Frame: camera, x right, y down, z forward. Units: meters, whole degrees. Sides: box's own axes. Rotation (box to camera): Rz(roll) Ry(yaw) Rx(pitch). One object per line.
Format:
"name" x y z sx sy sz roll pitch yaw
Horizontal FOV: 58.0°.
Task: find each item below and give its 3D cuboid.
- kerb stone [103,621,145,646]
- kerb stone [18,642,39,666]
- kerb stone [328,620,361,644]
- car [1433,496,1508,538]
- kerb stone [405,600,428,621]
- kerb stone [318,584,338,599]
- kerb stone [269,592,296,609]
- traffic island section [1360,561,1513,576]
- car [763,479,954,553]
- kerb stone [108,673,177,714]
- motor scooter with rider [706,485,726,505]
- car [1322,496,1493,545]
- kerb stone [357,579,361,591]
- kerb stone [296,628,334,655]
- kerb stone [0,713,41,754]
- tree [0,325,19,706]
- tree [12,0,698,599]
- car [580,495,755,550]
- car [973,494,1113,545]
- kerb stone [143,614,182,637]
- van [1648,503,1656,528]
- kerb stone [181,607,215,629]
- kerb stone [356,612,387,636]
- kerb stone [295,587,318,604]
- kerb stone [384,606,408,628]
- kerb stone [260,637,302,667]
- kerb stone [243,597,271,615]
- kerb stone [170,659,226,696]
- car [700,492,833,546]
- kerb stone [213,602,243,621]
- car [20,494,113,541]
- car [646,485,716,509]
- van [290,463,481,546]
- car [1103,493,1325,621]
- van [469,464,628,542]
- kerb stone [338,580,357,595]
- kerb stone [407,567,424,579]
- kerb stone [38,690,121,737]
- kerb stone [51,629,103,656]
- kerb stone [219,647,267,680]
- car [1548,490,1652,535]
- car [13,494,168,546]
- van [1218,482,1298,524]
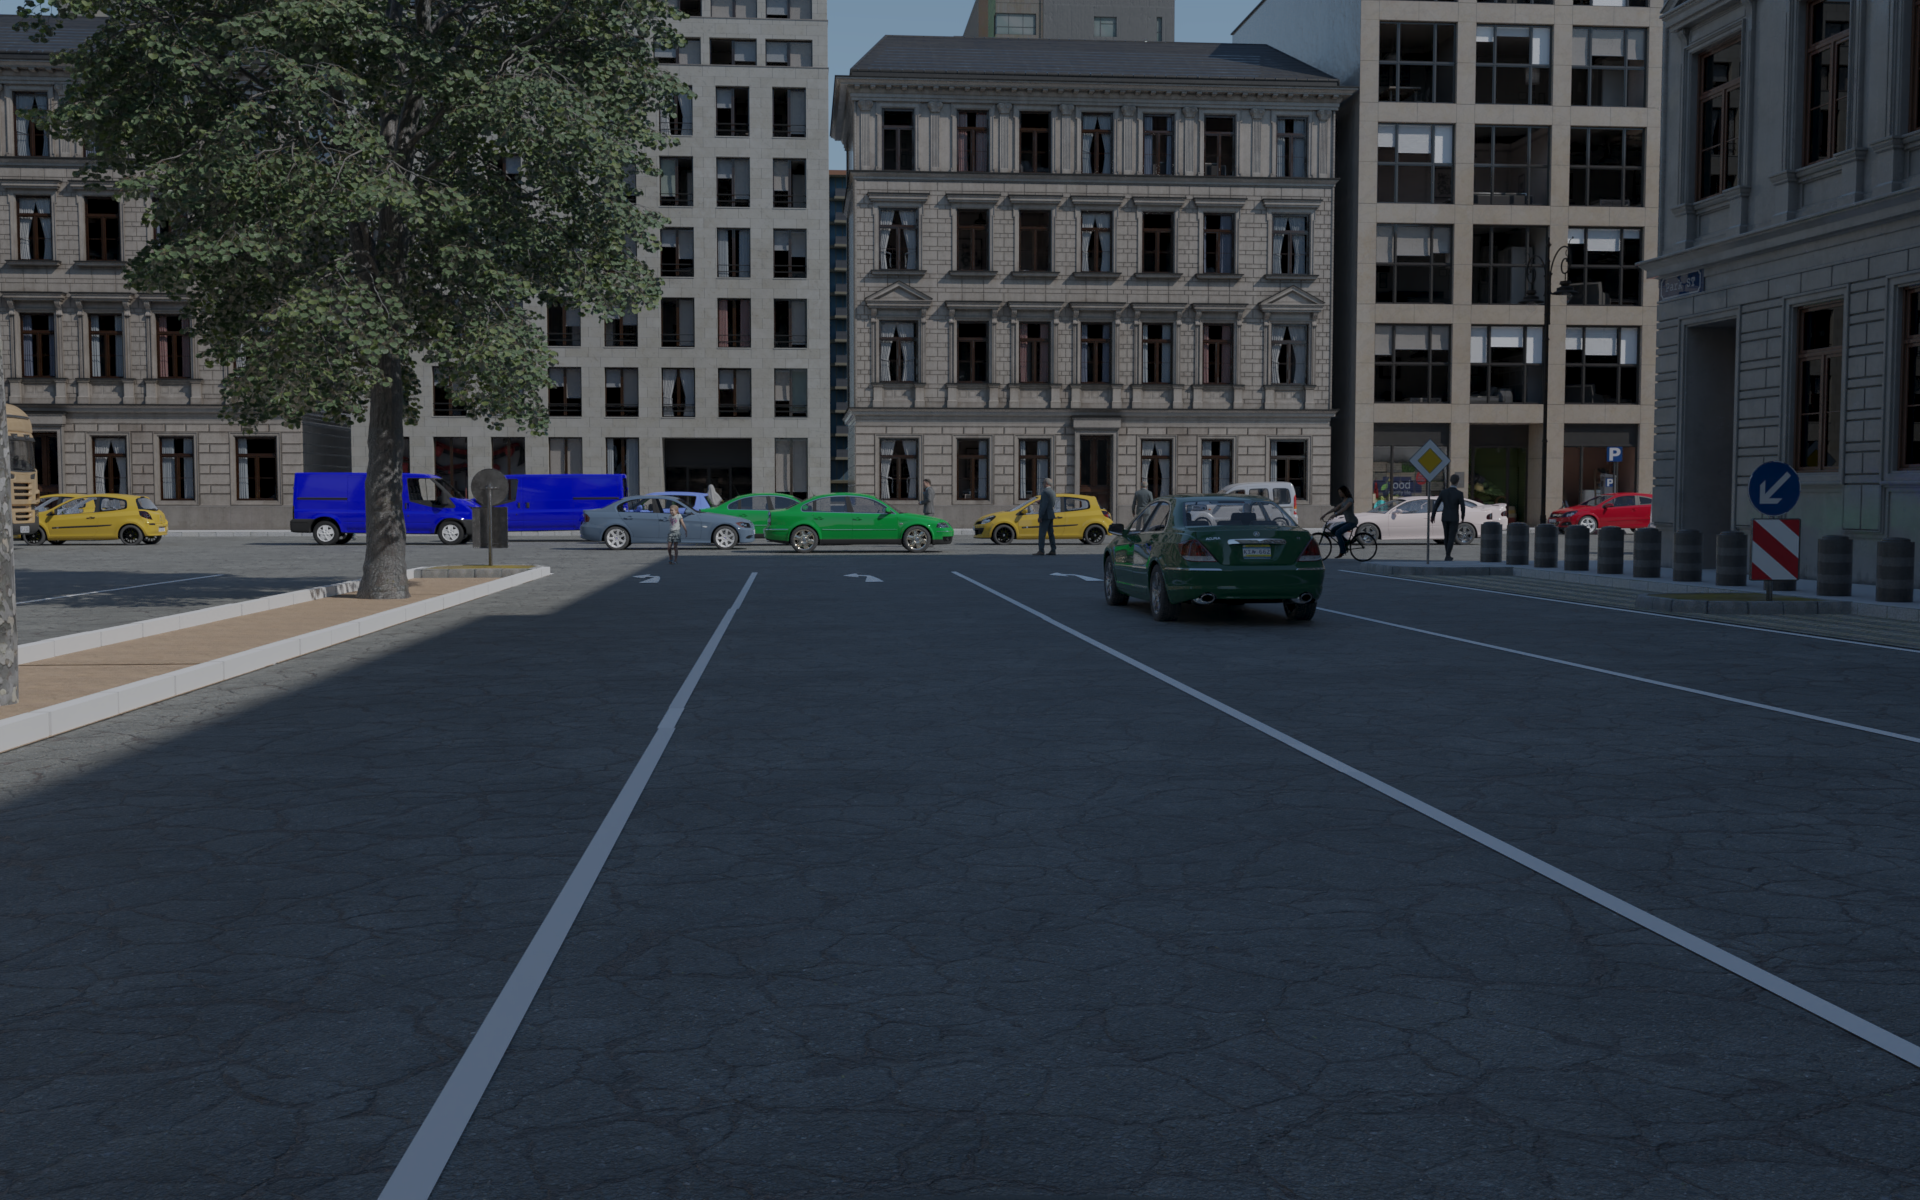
"kerb stone" -8.134 0.341 16.691 0.120 0.150 1.000 0 4 -5
"kerb stone" -7.931 0.465 14.633 0.120 0.150 1.000 0 4 -5
"kerb stone" -6.042 0.330 16.856 0.120 0.150 1.000 0 4 -5
"car" 15.483 -2.717 56.787 4.827 1.381 2.083 0 4 -5
"kerb stone" -6.323 0.139 19.929 0.120 0.150 1.000 0 4 -5
"kerb stone" -8.799 -0.102 23.857 0.120 0.150 1.000 0 4 -5
"kerb stone" -8.607 0.024 21.811 0.120 0.150 1.000 0 4 -5
"traffic island section" 8.568 -0.574 31.663 2.009 0.180 2.903 0 4 -5
"car" -2.496 -2.079 42.788 4.718 1.807 1.959 0 4 -5
"kerb stone" -5.562 0.640 11.728 0.120 0.150 1.000 0 4 -5
"motor scooter with rider" -7.923 -2.860 55.732 0.876 1.779 1.986 0 4 -5
"car" 12.741 -2.260 49.320 4.827 1.381 2.083 0 4 -6
"kerb stone" -8.982 -0.226 25.902 0.120 0.150 1.000 0 4 -5
"kerb stone" -5.945 0.389 15.834 0.120 0.150 1.000 0 4 -5
"kerb stone" -5.369 0.766 9.676 0.120 0.150 1.000 0 4 -5
"tree" -7.902 -9.389 11.860 12.611 20.169 13.585 0 3 0
"tree" -7.913 -6.991 23.409 9.857 13.997 8.962 0 3 0
"car" -7.594 -2.022 45.066 4.499 1.417 2.014 0 4 -6
"car" 2.360 -2.393 49.353 3.980 1.641 2.015 0 4 -4
"kerb stone" -8.224 0.274 17.713 0.120 0.150 1.000 0 4 -5
"van" 18.637 -2.095 41.264 4.112 2.044 2.013 0 4 -5
"kerb stone" -8.321 0.213 18.735 0.120 0.150 1.000 0 4 -5
"kerb stone" -6.127 0.264 17.879 0.120 0.150 1.000 0 4 -5
"kerb stone" -8.702 -0.039 22.835 0.120 0.150 1.000 0 4 -5
"kerb stone" -6.229 0.201 18.907 0.120 0.150 1.000 0 4 -5
"kerb stone" -5.851 0.452 14.800 0.120 0.150 1.000 0 4 -5
"kerb stone" -8.514 0.091 20.789 0.120 0.150 1.000 0 4 -5
"kerb stone" -5.657 0.579 12.757 0.120 0.150 1.000 0 4 -5
"car" -5.089 -2.438 48.653 4.718 1.807 1.959 0 4 -7
"kerb stone" -8.428 0.149 19.759 0.120 0.150 1.000 0 4 -5
"car" -28.102 -2.656 53.653 3.980 1.641 2.015 0 4 -4
"car" -8.815 -2.507 50.586 3.694 1.707 1.945 0 4 -7
"van" -16.140 -2.743 49.234 5.245 2.365 2.240 0 4 -7
"car" 2.957 -0.562 20.985 2.131 1.459 4.920 0 4 -6
"van" -12.687 -2.948 52.578 5.245 2.365 2.240 0 4 -6
"kerb stone" -8.889 -0.160 24.880 0.120 0.150 1.000 0 4 -5
"kerb stone" -9.372 -0.477 30.002 0.120 0.150 1.000 0 4 -5
"kerb stone" -5.463 0.703 10.705 0.120 0.150 1.000 0 4 -5
"kerb stone" -8.036 0.400 15.663 0.120 0.150 1.000 0 4 -5
"kerb stone" -5.747 0.515 13.779 0.120 0.150 1.000 0 4 -5
"car" 23.234 -3.224 61.757 4.494 1.783 2.155 0 4 -6
"car" -24.535 -2.360 48.809 3.980 1.641 2.015 0 4 -6
"van" 9.350 -3.170 58.848 4.112 2.044 2.013 0 4 -4
